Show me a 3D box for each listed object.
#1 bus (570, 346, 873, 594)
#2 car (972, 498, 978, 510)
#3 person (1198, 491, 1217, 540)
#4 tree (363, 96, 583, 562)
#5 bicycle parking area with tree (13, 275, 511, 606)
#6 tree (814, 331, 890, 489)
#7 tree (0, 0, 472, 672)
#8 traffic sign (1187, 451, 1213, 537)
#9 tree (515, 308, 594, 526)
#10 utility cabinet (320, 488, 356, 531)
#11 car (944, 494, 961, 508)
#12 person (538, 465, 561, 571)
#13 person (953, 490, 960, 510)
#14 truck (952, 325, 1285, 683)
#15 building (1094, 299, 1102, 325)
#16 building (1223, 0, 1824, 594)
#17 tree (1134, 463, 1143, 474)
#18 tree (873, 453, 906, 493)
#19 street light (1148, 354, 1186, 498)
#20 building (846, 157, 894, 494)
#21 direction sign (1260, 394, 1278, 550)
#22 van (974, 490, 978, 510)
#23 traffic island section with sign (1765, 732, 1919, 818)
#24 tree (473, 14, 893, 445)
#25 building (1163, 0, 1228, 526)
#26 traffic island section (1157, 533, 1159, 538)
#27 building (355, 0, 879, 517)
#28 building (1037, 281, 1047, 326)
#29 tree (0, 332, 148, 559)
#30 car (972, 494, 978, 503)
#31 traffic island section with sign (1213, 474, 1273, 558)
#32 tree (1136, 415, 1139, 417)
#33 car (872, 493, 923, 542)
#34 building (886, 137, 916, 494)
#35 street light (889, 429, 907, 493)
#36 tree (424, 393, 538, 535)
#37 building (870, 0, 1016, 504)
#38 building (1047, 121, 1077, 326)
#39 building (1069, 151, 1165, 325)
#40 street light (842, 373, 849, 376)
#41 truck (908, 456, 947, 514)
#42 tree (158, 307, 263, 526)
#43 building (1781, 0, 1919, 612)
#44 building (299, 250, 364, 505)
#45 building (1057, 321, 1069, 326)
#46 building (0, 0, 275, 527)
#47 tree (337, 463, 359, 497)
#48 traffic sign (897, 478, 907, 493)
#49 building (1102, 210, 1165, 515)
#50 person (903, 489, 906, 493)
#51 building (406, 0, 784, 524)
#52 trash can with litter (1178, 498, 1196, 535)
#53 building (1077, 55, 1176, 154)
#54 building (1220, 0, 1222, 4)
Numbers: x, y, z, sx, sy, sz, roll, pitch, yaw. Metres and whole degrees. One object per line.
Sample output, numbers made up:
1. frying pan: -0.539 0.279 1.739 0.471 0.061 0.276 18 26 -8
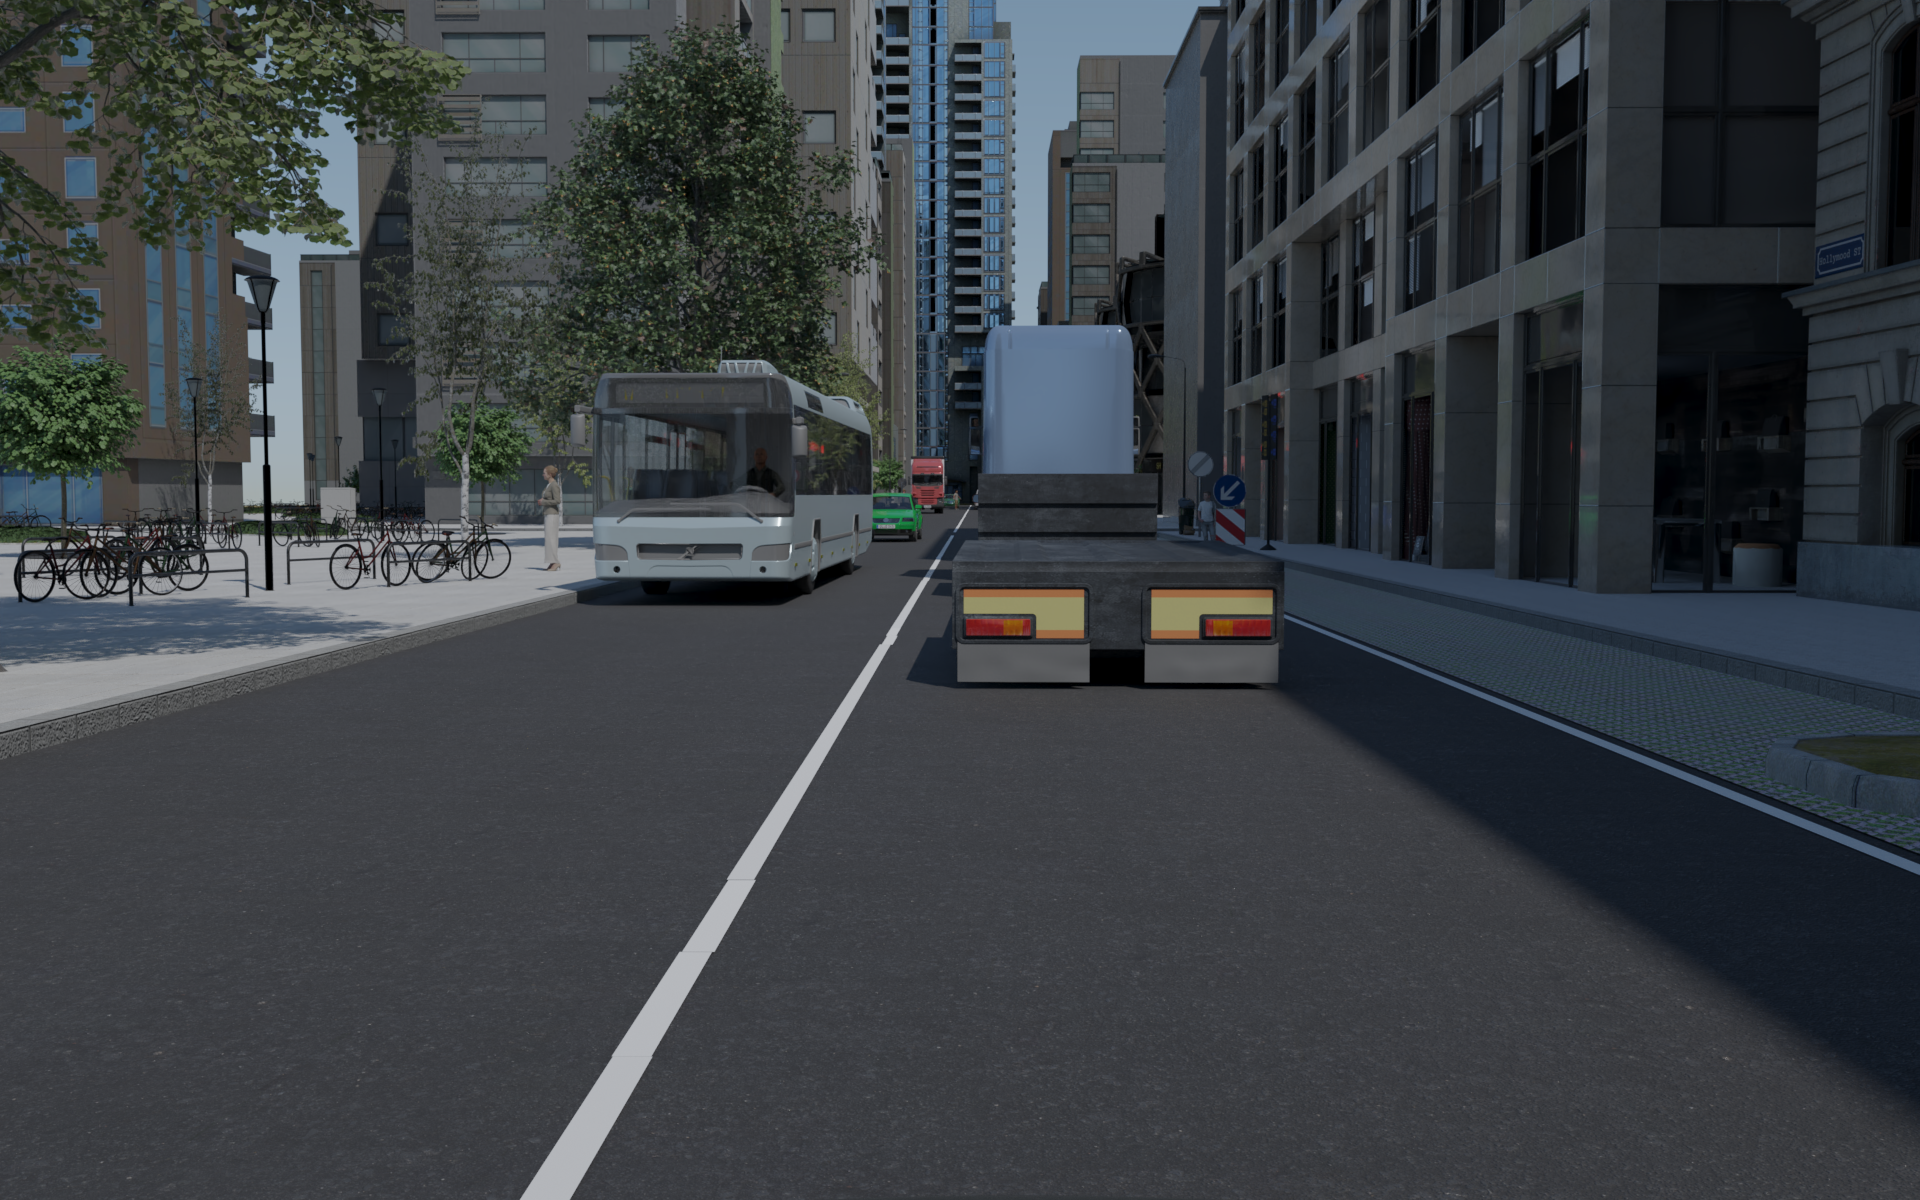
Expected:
1. bus: -3.224 -2.001 27.575 2.948 3.499 13.247 0 4 2
2. car: 2.132 -9.237 160.805 2.009 1.686 4.222 0 4 1
3. person: 5.846 -1.802 40.557 0.503 1.515 0.523 -1 4 -18
4. tree: -9.385 -5.053 32.982 4.360 8.622 3.978 0 3 0
5. bicycle parking area with tree: -11.476 -2.261 23.971 8.231 4.147 9.016 2 4 35
6. tree: -5.548 -7.901 79.538 4.737 8.622 4.395 0 3 0
7. tree: -6.905 -5.719 11.632 7.486 12.596 7.792 0 3 0
8. traffic sign: 7.160 -3.154 51.670 0.768 2.556 0.104 0 4 2
9. tree: -15.823 -7.210 68.241 4.737 8.622 4.395 0 3 0
10. utility cabinet: -21.255 -3.092 59.236 1.173 1.500 0.318 1 4 16
11. car: -0.967 -10.107 177.048 2.131 1.459 4.920 0 4 1
12. person: -6.874 -1.368 28.961 0.362 1.759 0.519 -1 4 -22
13. person: -0.316 -9.252 159.780 0.705 1.824 1.348 2 4 27
14. truck: 1.411 -1.965 21.890 2.967 4.110 18.799 0 4 2
15. building: 18.640 -16.229 132.802 16.820 18.784 16.811 0 4 1
16. building: 17.962 -14.301 38.342 19.350 26.468 34.151 0 4 1
17. tree: 9.062 -5.953 91.938 1.663 3.219 1.824 0 3 0
18. tree: -5.858 -9.509 139.182 4.285 4.588 4.351 0 3 0
19. street light: 6.937 -5.208 57.687 1.470 5.913 1.316 0 4 1
20. building: -13.012 -23.033 148.288 14.160 30.474 14.107 0 4 1
21. direction sign: 7.051 -2.907 39.523 0.379 3.537 0.876 -1 4 -12
22. van: 2.140 -9.150 156.609 2.013 2.044 4.112 0 4 0
23. traffic island section with sign: 5.050 0.023 8.249 1.989 1.847 2.006 0 4 1
24. tree: -6.405 -7.637 41.868 9.611 12.733 9.660 0 3 0
25. building: 24.316 -15.539 73.123 30.058 24.678 14.314 0 4 1
26. traffic island section: 5.553 -2.193 58.139 2.009 0.180 2.903 0 4 1
27. building: -19.140 -31.617 106.169 28.713 52.752 27.495 0 4 1
28. building: 17.511 -28.179 232.424 14.107 30.474 14.160 0 4 1
29. tree: -17.976 -3.112 34.591 4.285 4.588 4.351 0 3 0
30. car: 1.416 -1.783 37.817 2.281 1.827 5.304 0 4 0
31. traffic island section with sign: 5.328 -1.650 35.612 1.989 1.847 2.006 0 4 1
32. tree: 8.197 -9.067 98.610 4.737 8.622 4.395 0 3 0
33. car: -2.123 -2.729 53.422 1.959 1.807 4.718 0 4 2
34. building: -12.349 -31.189 193.528 14.154 41.232 14.086 0 4 1
35. street light: -4.437 -9.202 122.990 1.470 5.913 1.316 0 4 1
36. tree: -15.102 -4.343 54.716 4.285 4.588 4.351 0 3 0
37. building: -5.598 -56.440 235.459 31.000 86.520 22.319 0 4 1
38. building: 17.706 -34.156 208.553 14.600 45.320 14.200 0 4 1
39. building: 16.341 -23.135 149.964 14.160 30.474 14.107 0 4 1
40. street light: -4.938 -5.742 66.425 1.470 5.913 1.316 0 4 1
41. truck: -2.439 -8.627 129.961 2.839 4.237 11.283 0 4 -1
42. tree: -29.770 -7.236 68.678 4.360 8.622 3.978 0 3 0
43. building: 15.472 -11.312 4.030 14.460 24.649 34.723 0 4 1
44. building: -70.081 -26.764 209.284 14.107 30.474 14.160 0 4 1
45. building: 23.807 -20.928 187.210 27.650 21.520 28.899 0 4 1
46. building: -39.250 -25.878 73.209 14.200 45.320 14.600 0 4 1
47. tree: -36.300 -6.704 104.206 1.663 3.219 1.824 0 3 0
48. traffic sign: -4.566 -8.352 136.659 0.768 2.556 0.104 1 4 10
49. building: 18.188 -14.818 109.731 16.820 18.784 16.811 0 4 1
50. person: -5.409 -9.614 163.954 0.721 1.743 1.217 1 4 12
51. building: -15.685 -24.107 77.747 14.154 41.232 14.086 0 4 1
52. trash can with litter: 7.179 -2.620 54.220 0.624 1.170 1.055 0 4 -4
53. building: 17.991 -29.457 165.215 14.154 41.232 14.086 0 4 1
54. building: 40.913 -46.848 204.219 20.611 71.187 20.563 0 4 1
